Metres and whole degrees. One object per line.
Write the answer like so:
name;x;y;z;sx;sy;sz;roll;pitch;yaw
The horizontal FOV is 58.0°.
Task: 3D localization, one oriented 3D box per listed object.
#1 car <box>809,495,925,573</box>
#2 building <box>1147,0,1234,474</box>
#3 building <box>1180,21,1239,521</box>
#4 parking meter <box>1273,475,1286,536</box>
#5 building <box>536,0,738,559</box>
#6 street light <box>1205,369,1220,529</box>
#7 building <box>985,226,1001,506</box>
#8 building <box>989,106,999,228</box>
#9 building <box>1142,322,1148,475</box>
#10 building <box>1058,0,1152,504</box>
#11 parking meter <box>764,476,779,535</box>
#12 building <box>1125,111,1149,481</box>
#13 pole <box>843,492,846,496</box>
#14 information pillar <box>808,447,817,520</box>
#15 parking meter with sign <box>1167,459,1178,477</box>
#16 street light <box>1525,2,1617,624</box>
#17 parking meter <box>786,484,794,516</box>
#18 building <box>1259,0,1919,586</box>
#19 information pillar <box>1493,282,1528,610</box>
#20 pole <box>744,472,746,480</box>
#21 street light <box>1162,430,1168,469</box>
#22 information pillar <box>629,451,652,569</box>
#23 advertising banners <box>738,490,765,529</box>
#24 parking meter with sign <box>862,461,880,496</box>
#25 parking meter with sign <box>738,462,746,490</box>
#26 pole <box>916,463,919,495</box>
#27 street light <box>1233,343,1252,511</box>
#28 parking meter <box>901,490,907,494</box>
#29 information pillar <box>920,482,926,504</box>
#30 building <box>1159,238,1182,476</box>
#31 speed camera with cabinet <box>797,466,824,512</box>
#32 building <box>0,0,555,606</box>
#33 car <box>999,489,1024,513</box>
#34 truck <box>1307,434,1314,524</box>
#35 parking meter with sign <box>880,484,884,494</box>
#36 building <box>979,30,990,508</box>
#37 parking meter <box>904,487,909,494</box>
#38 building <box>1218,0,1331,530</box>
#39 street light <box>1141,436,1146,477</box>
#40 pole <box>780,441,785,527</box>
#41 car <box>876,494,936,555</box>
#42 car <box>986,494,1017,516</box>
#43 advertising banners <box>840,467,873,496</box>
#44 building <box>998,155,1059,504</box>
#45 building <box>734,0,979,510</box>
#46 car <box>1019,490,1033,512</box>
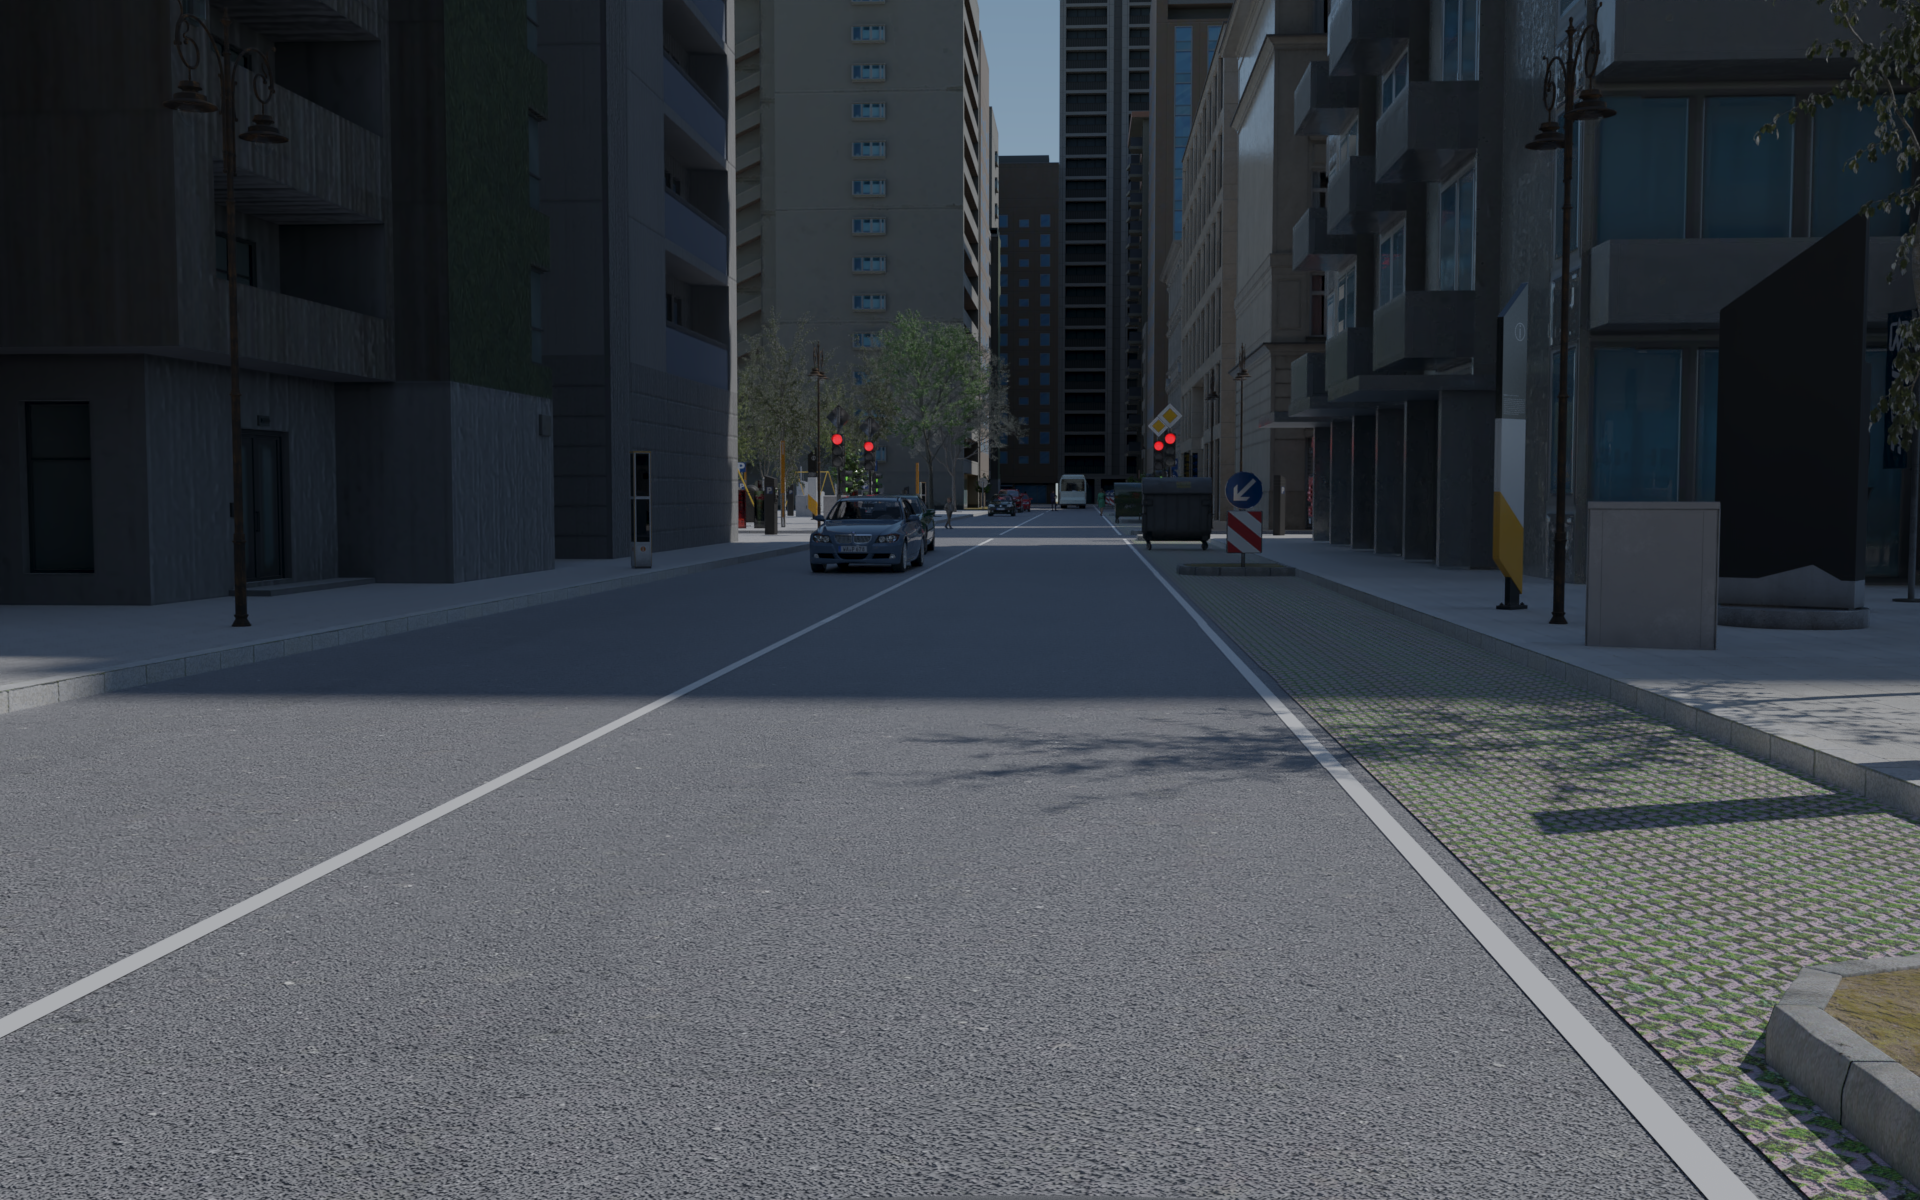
car;-1.712;-1.295;33.178;2.014;1.417;4.499;0;4;5
building;23.027;-30.302;145.545;14.600;45.320;14.200;0;4;4
building;23.086;-17.917;97.451;19.350;26.468;34.151;0;4;4
parking meter;9.870;-2.926;53.550;0.255;1.863;0.399;3;4;37
building;-20.308;-30.570;41.815;28.212;58.520;21.231;0;4;4
street light;9.328;-5.589;64.160;0.468;5.910;1.993;0;4;4
building;-3.122;-25.018;180.741;14.160;30.474;14.107;0;4;4
building;-6.545;-35.365;201.914;21.600;48.544;21.300;0;4;4
building;31.968;-19.704;167.203;27.650;21.520;28.899;0;4;4
building;23.503;-48.355;228.862;20.611;71.187;20.563;0;4;4
parking meter;-5.942;-2.989;54.585;0.399;1.863;0.255;1;4;18
building;29.936;-33.083;195.538;22.147;44.769;28.867;0;4;4
pole;-5.714;-5.607;85.525;0.158;3.312;0.155;0;3;0
information pillar;-7.302;-5.783;85.899;0.504;3.616;0.183;1;4;22
parking meter with sign;10.331;-5.373;84.110;0.543;3.016;1.738;0;4;5
street light;5.917;-2.701;16.950;0.468;5.910;1.993;0;4;4
parking meter;-9.914;-5.832;101.061;0.399;1.863;0.255;-1;4;-19
building;19.159;-25.424;35.299;23.786;49.044;30.456;0;4;4
information pillar;6.087;-1.699;19.138;0.504;3.616;0.183;-3;5;-40
pole;-15.932;-8.236;128.508;0.158;3.312;0.155;0;3;0
street light;11.802;-7.784;100.057;0.468;5.910;1.993;0;4;4
information pillar;-5.502;-1.551;29.848;0.304;2.012;0.304;-2;4;-24
advertising banners;-8.158;-4.167;64.317;2.074;3.025;0.090;-1;4;-14
parking meter with sign;-4.813;-5.716;89.716;0.543;3.016;1.738;1;4;17
parking meter with sign;-11.832;-5.964;93.765;0.543;3.016;1.738;-1;4;-9
pole;-2.784;-7.283;112.928;0.158;3.312;0.155;0;3;0
street light;8.611;-4.906;53.002;0.468;5.910;1.993;0;4;4
parking meter;-3.547;-6.216;110.048;0.372;1.533;0.369;0;3;0
information pillar;-2.314;-6.316;107.758;0.304;2.012;0.304;-1;4;-21
building;20.659;-17.691;125.409;11.583;22.565;21.152;0;4;4
speed camera with cabinet;-10.652;-7.900;123.504;2.038;3.252;0.660;2;4;29
building;-14.394;-15.325;22.269;14.160;30.474;14.107;0;4;4
car;3.805;-7.635;133.499;2.281;1.827;5.304;0;4;4
truck;16.625;-4.182;57.288;11.283;4.237;2.839;0;4;6
parking meter with sign;-6.161;-8.316;132.219;1.738;3.016;0.543;-1;4;-20
building;-4.502;-31.551;165.977;14.600;45.320;14.200;0;4;4
parking meter;-4.161;-7.849;134.036;0.399;1.863;0.255;1;4;15
building;25.803;-14.343;67.797;30.059;22.955;16.112;0;4;4
street light;14.360;-9.979;135.948;0.468;5.910;1.993;0;4;4
pole;-6.810;-4.448;66.562;0.158;3.312;0.155;0;3;0
car;-1.622;-1.882;42.568;2.131;1.459;4.920;0;4;3
car;2.715;-6.258;112.110;2.009;1.686;4.222;0;4;4
advertising banners;-4.915;-5.158;80.514;2.074;3.025;0.090;2;4;31
building;5.955;-35.360;228.251;14.200;45.320;14.600;0;4;4
building;-9.622;-32.076;148.144;21.300;48.544;21.600;0;4;4
car;4.806;-8.021;140.191;2.155;1.783;4.494;0;4;2
